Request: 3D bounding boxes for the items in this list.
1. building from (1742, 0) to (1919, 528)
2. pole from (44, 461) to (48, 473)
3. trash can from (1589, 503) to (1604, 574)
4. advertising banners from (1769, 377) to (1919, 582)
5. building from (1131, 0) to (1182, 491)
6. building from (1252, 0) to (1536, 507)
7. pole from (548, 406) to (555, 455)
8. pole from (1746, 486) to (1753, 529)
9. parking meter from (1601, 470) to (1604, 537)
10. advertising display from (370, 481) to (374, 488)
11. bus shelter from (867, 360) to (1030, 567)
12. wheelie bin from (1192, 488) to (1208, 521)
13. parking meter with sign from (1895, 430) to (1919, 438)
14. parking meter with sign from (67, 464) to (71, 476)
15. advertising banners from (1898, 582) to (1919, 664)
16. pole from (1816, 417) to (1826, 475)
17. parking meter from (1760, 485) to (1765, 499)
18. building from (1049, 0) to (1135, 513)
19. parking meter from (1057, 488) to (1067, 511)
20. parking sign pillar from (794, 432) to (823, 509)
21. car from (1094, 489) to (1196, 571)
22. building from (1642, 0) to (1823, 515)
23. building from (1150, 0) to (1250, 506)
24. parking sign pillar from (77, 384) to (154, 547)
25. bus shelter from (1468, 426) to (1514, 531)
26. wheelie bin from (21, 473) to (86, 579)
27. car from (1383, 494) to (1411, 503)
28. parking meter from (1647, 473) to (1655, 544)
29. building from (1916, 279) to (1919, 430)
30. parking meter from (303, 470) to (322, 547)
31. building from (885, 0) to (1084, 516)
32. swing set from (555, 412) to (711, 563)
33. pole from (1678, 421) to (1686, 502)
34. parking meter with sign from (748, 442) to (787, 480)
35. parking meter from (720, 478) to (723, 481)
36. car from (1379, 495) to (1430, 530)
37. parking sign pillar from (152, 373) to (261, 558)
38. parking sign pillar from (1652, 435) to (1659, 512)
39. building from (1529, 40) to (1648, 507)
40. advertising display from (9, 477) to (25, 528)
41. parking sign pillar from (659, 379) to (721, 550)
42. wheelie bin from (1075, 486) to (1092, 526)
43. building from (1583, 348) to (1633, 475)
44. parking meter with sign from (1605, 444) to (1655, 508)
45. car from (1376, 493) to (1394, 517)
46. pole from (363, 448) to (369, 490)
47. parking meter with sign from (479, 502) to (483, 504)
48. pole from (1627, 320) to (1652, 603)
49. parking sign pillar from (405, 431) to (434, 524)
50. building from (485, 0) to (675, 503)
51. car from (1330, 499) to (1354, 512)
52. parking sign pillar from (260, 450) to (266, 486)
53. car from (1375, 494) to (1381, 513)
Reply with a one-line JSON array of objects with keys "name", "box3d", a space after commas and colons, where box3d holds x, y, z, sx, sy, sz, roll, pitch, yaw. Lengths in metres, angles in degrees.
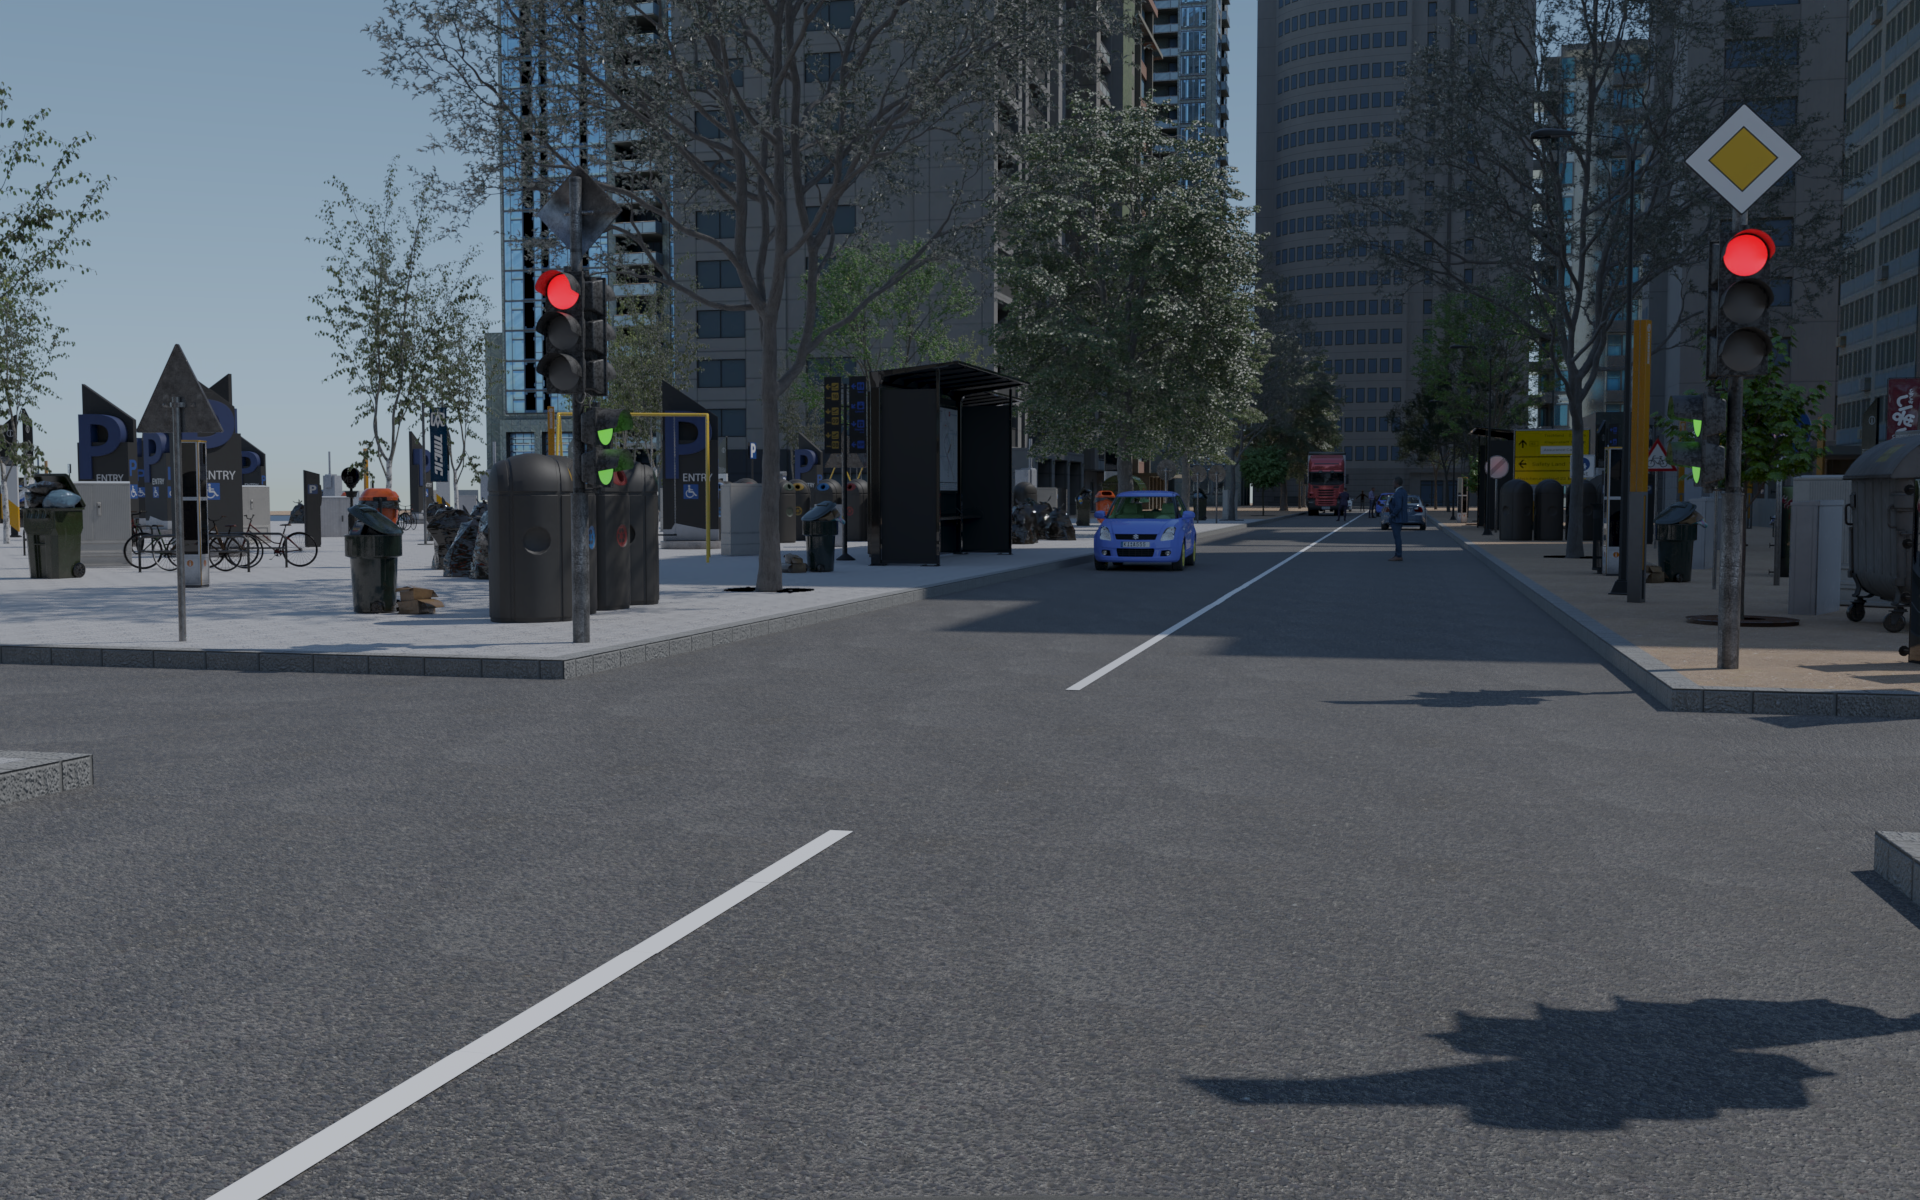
[{"name": "building", "box3d": [46.946, -22.666, 62.474, 32.217, 40.220, 23.993, 1, 4, 14]}, {"name": "pole", "box3d": [-55.821, -6.851, 105.864, 0.158, 3.312, 0.155, 0, 3, 0]}, {"name": "trash can", "box3d": [10.473, -0.987, 27.786, 0.748, 1.137, 0.748, 0, 3, 0]}, {"name": "advertising banners", "box3d": [13.462, -1.842, 26.298, 2.074, 3.025, 0.090, 1, 4, 20]}, {"name": "building", "box3d": [3.313, -30.078, 146.406, 28.867, 44.769, 22.147, 1, 4, 14]}, {"name": "building", "box3d": [46.461, -39.482, 187.524, 28.212, 58.520, 21.231, 1, 4, 14]}, {"name": "pole", "box3d": [-9.514, -2.846, 40.378, 0.158, 3.312, 0.155, 0, 3, 0]}, {"name": "pole", "box3d": [29.093, -4.276, 63.751, 0.158, 3.312, 0.155, 0, 3, 0]}, {"name": "parking meter", "box3d": [15.952, -2.252, 42.524, 0.255, 1.863, 0.399, -1, 4, -15]}, {"name": "advertising display", "box3d": [-28.524, -4.824, 84.088, 0.123, 1.923, 0.974, -1, 4, -22]}, {"name": "bus shelter", "box3d": [-0.119, -2.594, 33.699, 1.731, 3.624, 6.357, 1, 4, 14]}, {"name": "wheelie bin", "box3d": [11.616, -4.648, 83.906, 0.693, 1.594, 0.980, 0, 4, -2]}, {"name": "parking meter with sign", "box3d": [11.677, -1.508, 20.924, 0.543, 3.016, 1.738, 0, 4, 0]}, {"name": "parking meter with sign", "box3d": [-51.939, -6.303, 99.310, 1.738, 3.016, 0.543, -3, 4, -39]}, {"name": "advertising banners", "box3d": [7.293, -0.978, 12.170, 0.090, 3.025, 2.074, 0, 4, -3]}, {"name": "pole", "box3d": [22.711, -3.173, 45.722, 0.158, 3.312, 0.155, 0, 3, 0]}, {"name": "parking meter", "box3d": [37.993, -4.682, 82.261, 0.399, 1.863, 0.255, -1, 4, -22]}, {"name": "building", "box3d": [4.012, -26.683, 119.864, 14.154, 41.232, 14.086, 1, 4, 14]}, {"name": "parking meter", "box3d": [3.979, -3.623, 67.647, 0.372, 1.533, 0.369, 0, 3, 0]}, {"name": "parking sign pillar", "box3d": [-6.557, -5.295, 75.045, 1.447, 3.967, 1.447, 3, 4, 37]}, {"name": "car", "box3d": [3.621, -1.469, 33.606, 1.945, 1.707, 3.694, 1, 4, 12]}, {"name": "building", "box3d": [50.572, -34.048, 98.688, 21.231, 58.520, 28.212, 1, 4, 14]}, {"name": "building", "box3d": [17.002, -53.920, 194.261, 31.000, 86.520, 22.319, 1, 4, 14]}, {"name": "parking sign pillar", "box3d": [-20.789, -3.289, 42.246, 1.447, 3.967, 1.447, 0, 4, 5]}, {"name": "bus shelter", "box3d": [19.455, -4.382, 62.921, 1.731, 3.624, 6.357, 1, 4, 14]}, {"name": "wheelie bin", "box3d": [-13.784, -1.128, 26.359, 0.980, 1.594, 0.693, 1, 4, 17]}, {"name": "car", "box3d": [26.131, -5.651, 102.616, 2.015, 1.641, 3.980, 1, 4, 13]}, {"name": "parking meter", "box3d": [17.558, -2.363, 44.352, 0.399, 1.863, 0.255, 0, 4, -4]}, {"name": "building", "box3d": [31.451, -23.744, 38.318, 14.600, 45.320, 14.200, 1, 4, 14]}, {"name": "parking meter", "box3d": [-15.656, -2.214, 41.911, 0.399, 1.863, 0.255, -2, 4, -28]}, {"name": "building", "box3d": [-3.442, -40.576, 101.671, 20.563, 71.187, 20.611, 1, 4, 14]}, {"name": "swing set", "box3d": [-6.415, -2.191, 33.442, 3.119, 2.851, 2.862, 0, 4, -8]}, {"name": "pole", "box3d": [20.297, -3.357, 48.731, 0.158, 3.312, 0.155, 0, 3, 0]}, {"name": "parking meter with sign", "box3d": [-6.227, -3.798, 58.363, 1.738, 3.016, 0.543, 1, 4, 15]}, {"name": "parking meter", "box3d": [-8.928, -3.548, 63.729, 0.399, 1.863, 0.255, 1, 4, 16]}, {"name": "car", "box3d": [17.968, -3.550, 70.050, 2.014, 1.417, 4.499, 1, 4, 15]}, {"name": "parking sign pillar", "box3d": [-15.431, -2.873, 35.453, 1.447, 3.967, 1.447, 3, 5, 44]}, {"name": "parking sign pillar", "box3d": [31.396, -5.566, 79.470, 1.447, 3.967, 1.447, -1, 4, -23]}, {"name": "building", "box3d": [75.171, -34.379, 181.710, 30.456, 49.044, 23.786, 1, 4, 14]}, {"name": "advertising display", "box3d": [-35.939, -3.729, 66.180, 0.974, 1.923, 0.123, 0, 4, -2]}, {"name": "parking sign pillar", "box3d": [-6.322, -3.191, 40.644, 1.447, 3.967, 1.447, 0, 4, -7]}, {"name": "wheelie bin", "box3d": [4.973, -3.781, 69.721, 0.693, 1.594, 0.980, 0, 4, 2]}, {"name": "building", "box3d": [59.467, -49.749, 126.072, 22.319, 86.520, 31.000, 1, 4, 14]}, {"name": "parking meter with sign", "box3d": [23.391, -3.925, 60.436, 1.738, 3.016, 0.543, -1, 4, -17]}, {"name": "car", "box3d": [27.365, -6.162, 110.334, 1.945, 1.707, 3.694, 1, 4, 13]}, {"name": "pole", "box3d": [-26.461, -5.097, 77.185, 0.158, 3.312, 0.155, 0, 3, 0]}, {"name": "parking meter with sign", "box3d": [-24.510, -5.800, 91.096, 1.738, 3.016, 0.543, -3, 5, -44]}, {"name": "pole", "box3d": [8.003, -1.624, 20.400, 0.158, 3.312, 0.155, 0, 3, 0]}, {"name": "parking sign pillar", "box3d": [-23.218, -5.272, 74.667, 1.447, 3.967, 1.447, 1, 4, 11]}, {"name": "building", "box3d": [-26.017, -51.288, 151.226, 31.000, 86.520, 22.319, 1, 4, 14]}, {"name": "car", "box3d": [30.986, -7.881, 140.854, 2.014, 1.417, 4.499, 1, 4, 13]}, {"name": "parking sign pillar", "box3d": [-32.145, -5.506, 78.496, 1.447, 3.967, 1.447, 1, 4, 11]}, {"name": "car", "box3d": [32.616, -7.491, 132.263, 2.009, 1.686, 4.222, 1, 4, 15]}]
